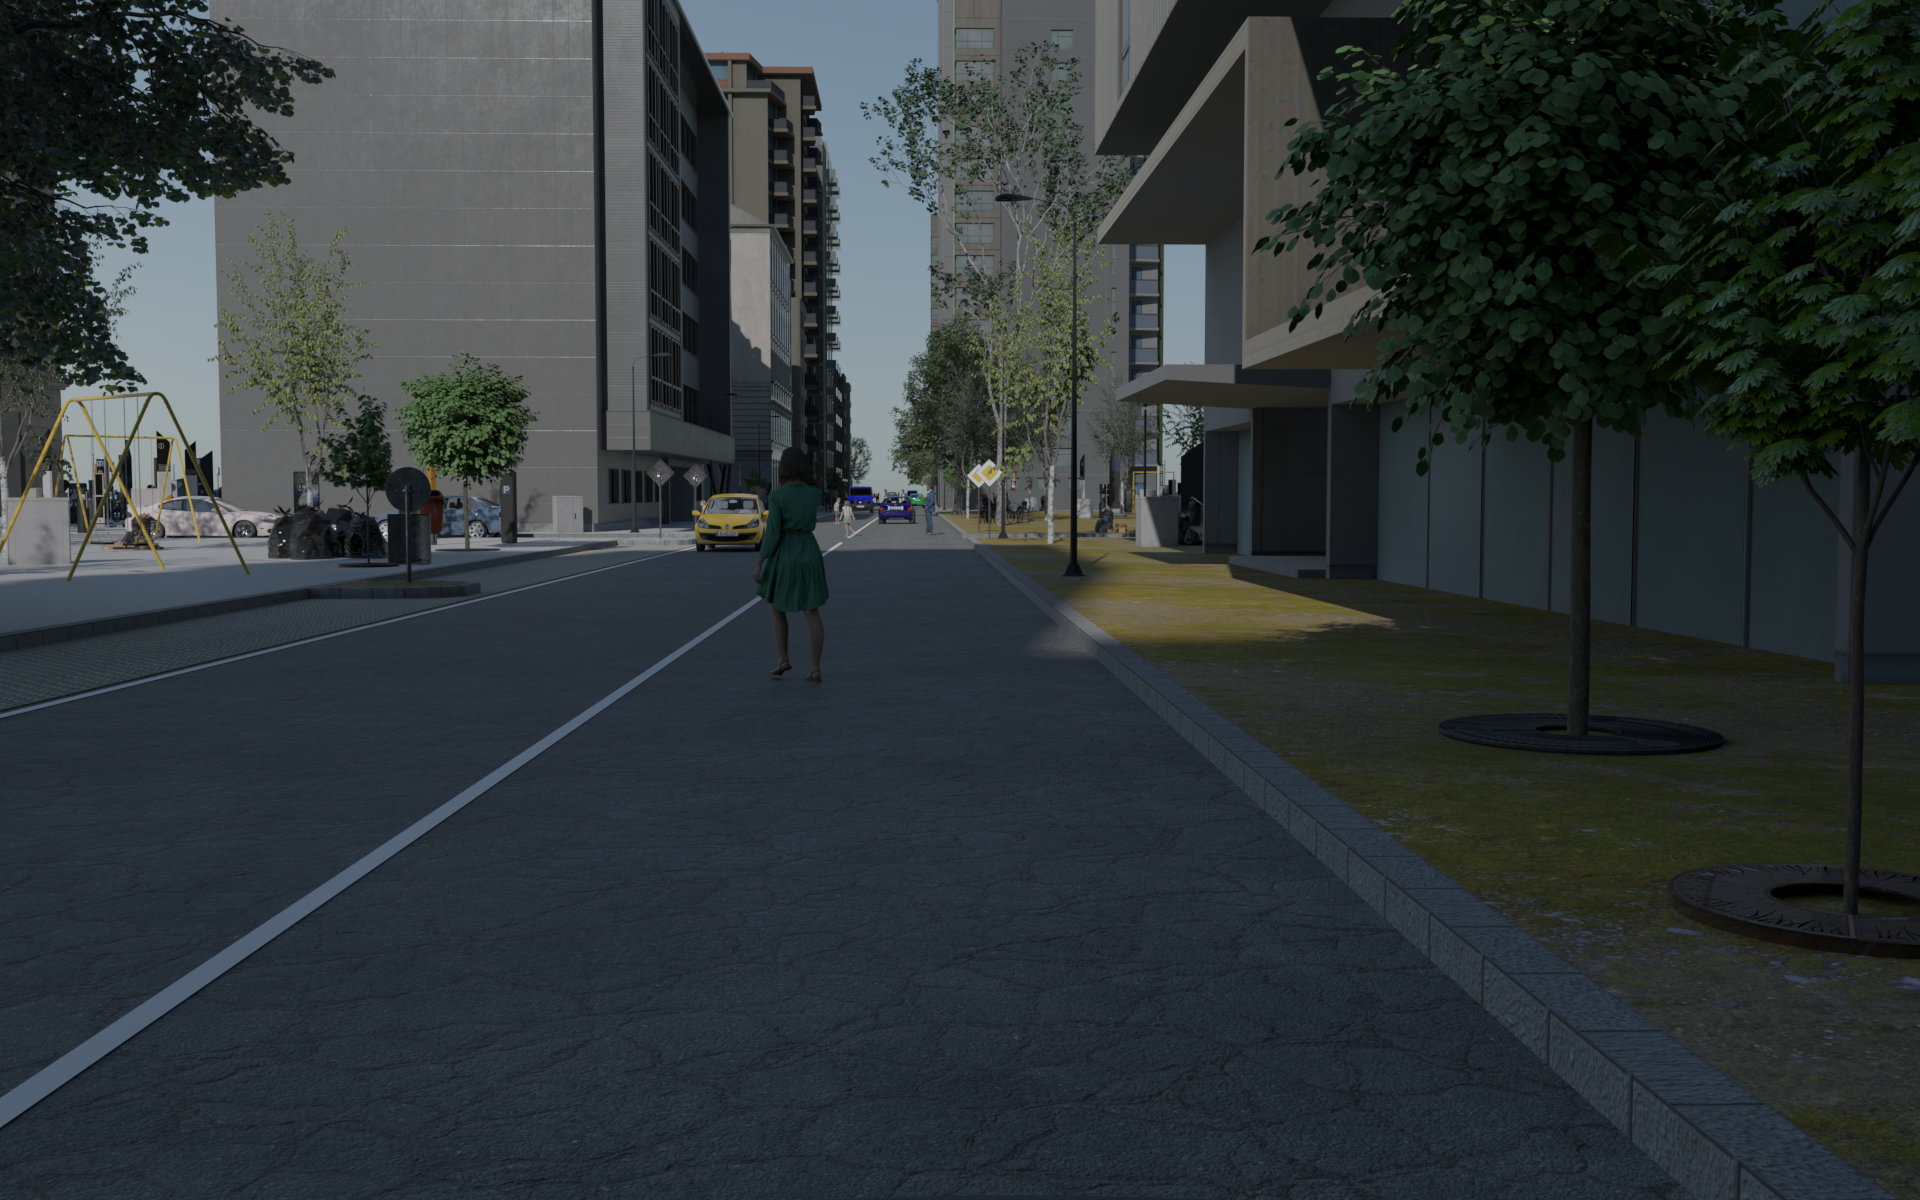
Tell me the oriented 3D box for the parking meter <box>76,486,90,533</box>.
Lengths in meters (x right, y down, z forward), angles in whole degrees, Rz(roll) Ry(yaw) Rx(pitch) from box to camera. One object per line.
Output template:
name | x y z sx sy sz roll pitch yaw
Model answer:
parking meter | -28.833 -2.969 56.949 0.372 1.533 0.369 0 3 0

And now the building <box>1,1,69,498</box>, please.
building | -47.051 -16.825 62.482 23.554 28.519 14.401 0 4 -2

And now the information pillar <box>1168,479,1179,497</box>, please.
information pillar | 10.672 -5.057 87.180 0.304 2.012 0.304 3 5 43

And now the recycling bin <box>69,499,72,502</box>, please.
recycling bin | -48.227 -4.936 93.265 0.722 1.027 0.722 -2 4 -31

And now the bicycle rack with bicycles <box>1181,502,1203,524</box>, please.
bicycle rack with bicycles | 9.477 -3.828 75.971 2.852 0.926 2.925 0 4 5

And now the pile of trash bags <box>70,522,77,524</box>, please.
pile of trash bags | -39.618 -3.954 74.404 3.447 1.369 1.912 -2 4 -31

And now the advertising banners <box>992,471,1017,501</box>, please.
advertising banners | 3.382 -8.254 131.142 2.074 3.025 0.090 2 4 26

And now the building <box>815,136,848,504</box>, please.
building | -27.308 -37.397 231.049 23.786 49.044 30.456 0 4 -2

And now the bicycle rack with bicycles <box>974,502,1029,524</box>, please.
bicycle rack with bicycles | 1.740 -3.781 75.205 2.852 0.926 2.925 1 4 18

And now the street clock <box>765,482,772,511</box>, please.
street clock | -11.812 -6.251 106.767 0.358 2.002 0.471 -3 5 -44

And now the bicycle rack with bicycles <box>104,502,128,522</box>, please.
bicycle rack with bicycles | -38.065 -4.038 79.403 2.852 0.926 2.925 1 4 21

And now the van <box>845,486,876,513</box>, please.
van | -7.413 -7.668 129.754 2.240 2.365 5.245 0 4 -2

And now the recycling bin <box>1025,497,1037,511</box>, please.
recycling bin | 5.425 -7.323 132.279 0.722 1.027 0.722 2 4 28

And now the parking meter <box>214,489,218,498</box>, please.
parking meter | -37.392 -4.824 87.286 0.372 1.533 0.369 0 3 0

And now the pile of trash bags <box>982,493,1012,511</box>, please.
pile of trash bags | 2.410 -7.243 128.170 1.912 1.369 3.447 -2 4 -29

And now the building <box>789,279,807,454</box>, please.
building | -27.695 -18.445 146.615 27.650 21.520 28.899 0 4 -2

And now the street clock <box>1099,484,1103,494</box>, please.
street clock | 9.920 -7.140 121.314 0.358 2.002 0.471 1 4 21

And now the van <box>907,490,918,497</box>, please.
van | -7.817 -17.035 282.904 2.240 2.365 5.245 0 4 -2

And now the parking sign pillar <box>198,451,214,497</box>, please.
parking sign pillar | -46.753 -7.238 106.810 1.447 3.967 1.447 3 4 37

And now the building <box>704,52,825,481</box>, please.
building | -25.234 -31.824 174.947 22.147 44.769 28.867 0 4 -2

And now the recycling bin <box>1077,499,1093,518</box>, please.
recycling bin | 6.621 -4.840 91.693 0.722 1.027 0.722 1 4 17

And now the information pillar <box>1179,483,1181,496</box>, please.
information pillar | 13.997 -6.452 109.989 0.304 2.012 0.304 3 4 38

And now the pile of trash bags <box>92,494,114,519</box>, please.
pile of trash bags | -44.727 -4.873 89.427 1.912 1.369 3.447 -2 4 -35

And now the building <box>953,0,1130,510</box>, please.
building | 6.410 -28.151 143.859 14.154 41.232 14.086 0 4 -2

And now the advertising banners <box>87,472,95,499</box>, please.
advertising banners | -64.798 -8.092 128.498 2.074 3.025 0.090 -3 5 -44

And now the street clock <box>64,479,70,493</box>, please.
street clock | -43.922 -4.916 84.954 0.471 2.002 0.358 -1 4 -16

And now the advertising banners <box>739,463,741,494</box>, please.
advertising banners | -11.046 -5.544 86.826 0.090 3.025 2.074 0 4 -8

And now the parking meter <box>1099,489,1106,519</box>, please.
parking meter | 7.476 -5.040 90.813 0.372 1.533 0.369 0 3 0

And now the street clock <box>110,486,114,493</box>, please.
street clock | -64.496 -7.764 131.507 0.358 2.002 0.471 1 4 16

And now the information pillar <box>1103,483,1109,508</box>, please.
information pillar | 9.913 -6.894 117.205 0.304 2.012 0.304 -3 5 -44

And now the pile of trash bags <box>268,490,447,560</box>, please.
pile of trash bags | -12.146 -1.552 35.122 3.447 1.369 1.912 -2 4 -33

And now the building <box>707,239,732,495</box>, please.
building | -21.334 -14.011 96.540 16.820 18.784 16.811 0 4 -2

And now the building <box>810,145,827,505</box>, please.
building | -22.698 -31.419 197.292 14.154 41.232 14.086 0 4 -2

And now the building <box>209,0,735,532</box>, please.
building | -18.069 -15.489 72.309 14.314 24.678 30.058 0 4 -2

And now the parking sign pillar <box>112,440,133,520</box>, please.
parking sign pillar | -40.984 -5.911 85.113 1.447 3.967 1.447 -2 4 -33

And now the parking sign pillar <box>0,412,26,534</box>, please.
parking sign pillar | -31.353 -4.172 56.690 1.447 3.967 1.447 -1 4 -8

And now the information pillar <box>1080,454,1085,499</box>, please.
information pillar | 7.202 -6.764 101.953 0.183 3.616 0.504 -2 4 -24

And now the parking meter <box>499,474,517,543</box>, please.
parking meter | -11.803 -2.419 45.258 0.399 1.863 0.255 1 4 12

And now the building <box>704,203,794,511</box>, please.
building | -17.021 -16.576 120.171 9.793 20.994 18.267 0 4 -2

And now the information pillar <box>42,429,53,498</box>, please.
information pillar | -32.851 -4.343 62.363 0.504 3.616 0.183 2 4 33

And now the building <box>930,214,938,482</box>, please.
building | 2.673 -34.900 254.202 14.154 41.232 14.086 0 4 -2

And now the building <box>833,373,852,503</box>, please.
building | -30.770 -25.492 261.826 27.650 21.520 28.899 0 4 -2

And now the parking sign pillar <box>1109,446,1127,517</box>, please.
parking sign pillar | 8.660 -6.647 97.144 1.447 3.967 1.447 0 4 -3

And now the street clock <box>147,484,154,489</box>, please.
street clock | -60.952 -7.700 130.464 0.358 2.002 0.471 3 5 41

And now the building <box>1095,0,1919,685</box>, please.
building | 16.670 -26.594 24.057 28.713 52.752 27.495 0 4 -2

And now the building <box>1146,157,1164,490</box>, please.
building | 8.733 -38.110 165.091 21.231 58.520 28.212 0 4 -2

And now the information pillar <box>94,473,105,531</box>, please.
information pillar | -30.062 -3.426 60.502 0.304 2.012 0.304 -2 4 -27

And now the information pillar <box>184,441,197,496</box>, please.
information pillar | -33.720 -5.177 75.997 0.504 3.616 0.183 0 4 -7

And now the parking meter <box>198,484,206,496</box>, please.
parking meter | -41.346 -5.423 94.376 0.255 1.863 0.399 3 5 43

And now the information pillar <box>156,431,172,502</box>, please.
information pillar | -29.491 -4.453 64.155 0.183 3.616 0.504 3 5 41

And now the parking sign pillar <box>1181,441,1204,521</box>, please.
parking sign pillar | 11.360 -5.833 83.844 1.447 3.967 1.447 1 4 22
